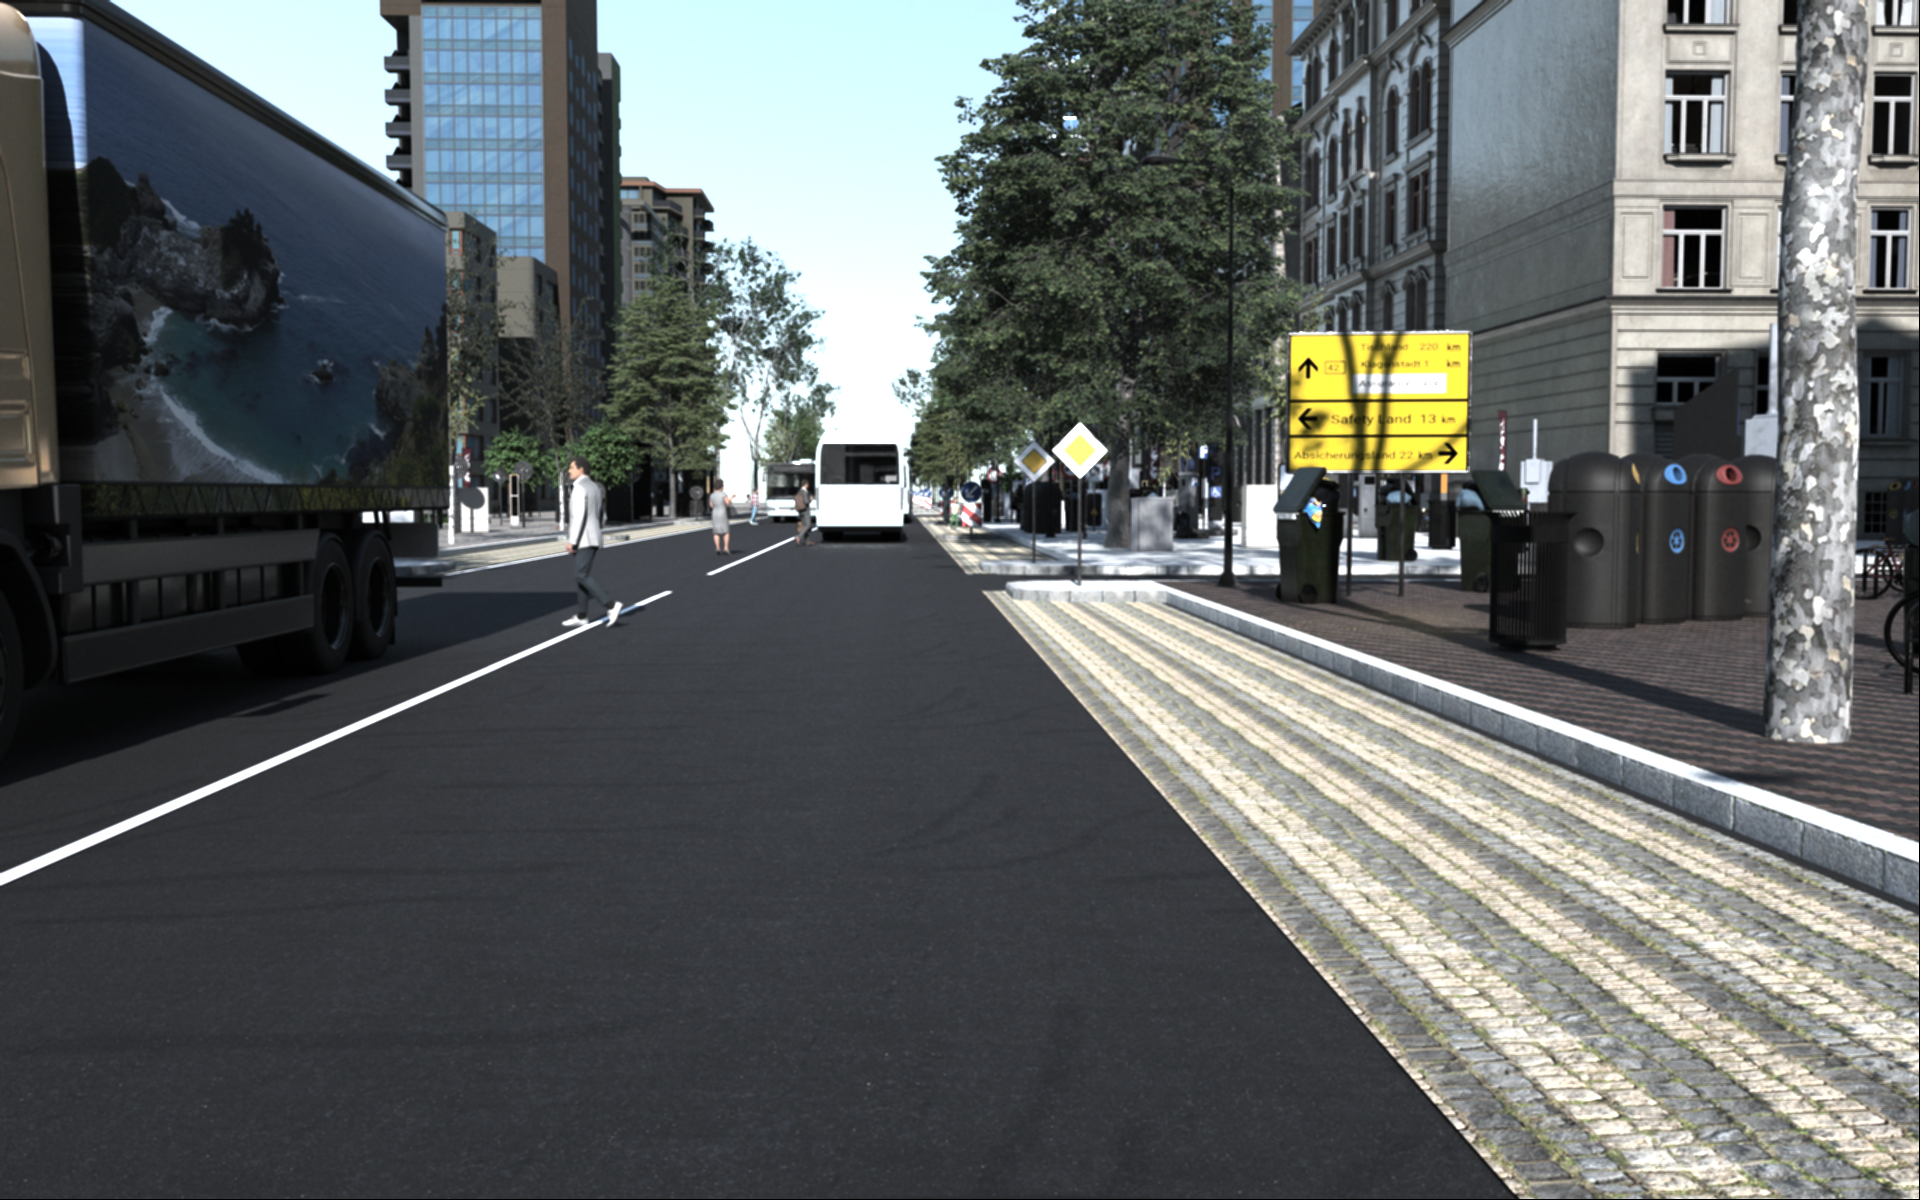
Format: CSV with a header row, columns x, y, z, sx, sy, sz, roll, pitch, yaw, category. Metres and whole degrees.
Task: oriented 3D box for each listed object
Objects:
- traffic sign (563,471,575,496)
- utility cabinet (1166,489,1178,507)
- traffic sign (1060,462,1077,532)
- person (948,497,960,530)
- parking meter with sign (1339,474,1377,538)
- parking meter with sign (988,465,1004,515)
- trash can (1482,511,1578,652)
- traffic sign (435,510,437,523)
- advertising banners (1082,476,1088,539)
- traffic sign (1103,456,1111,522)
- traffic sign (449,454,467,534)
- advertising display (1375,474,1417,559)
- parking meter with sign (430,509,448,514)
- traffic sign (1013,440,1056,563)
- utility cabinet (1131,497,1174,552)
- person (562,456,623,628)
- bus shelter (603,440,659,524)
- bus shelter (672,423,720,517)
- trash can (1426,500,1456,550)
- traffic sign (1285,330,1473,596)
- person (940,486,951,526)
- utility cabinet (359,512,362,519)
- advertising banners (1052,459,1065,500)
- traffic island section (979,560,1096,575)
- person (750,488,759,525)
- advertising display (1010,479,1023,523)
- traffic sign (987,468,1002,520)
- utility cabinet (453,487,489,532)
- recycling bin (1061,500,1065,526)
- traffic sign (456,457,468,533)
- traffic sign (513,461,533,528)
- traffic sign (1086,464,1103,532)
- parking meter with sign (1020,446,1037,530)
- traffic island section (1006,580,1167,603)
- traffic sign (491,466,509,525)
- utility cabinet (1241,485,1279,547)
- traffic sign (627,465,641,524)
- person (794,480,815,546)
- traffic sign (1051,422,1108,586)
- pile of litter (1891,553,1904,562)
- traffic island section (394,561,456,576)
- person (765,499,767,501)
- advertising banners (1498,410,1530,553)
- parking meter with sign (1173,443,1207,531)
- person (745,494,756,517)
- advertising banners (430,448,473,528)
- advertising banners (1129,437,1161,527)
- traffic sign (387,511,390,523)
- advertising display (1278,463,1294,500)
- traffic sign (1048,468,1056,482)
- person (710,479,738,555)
x,y,z,sx,sy,sz,roll,pitch,yaw,category
-17.013,-4.488,75.516,0.606,2.300,0.079,0,4,1,traffic sign
10.266,-4.535,82.832,0.318,1.500,1.173,-1,4,-22,utility cabinet
3.775,-3.581,58.655,0.768,2.556,0.104,0,4,5,traffic sign
-0.242,-3.478,69.606,0.306,1.304,0.590,-3,5,-44,person
11.898,-3.297,50.172,1.738,3.016,0.543,0,4,5,parking meter with sign
2.373,-6.603,104.216,0.543,3.016,1.738,2,4,35,parking meter with sign
4.685,-0.160,14.272,0.748,1.137,0.748,0,3,0,trash can
-15.436,-3.118,50.979,0.884,2.594,0.081,0,4,1,traffic sign
3.572,-3.274,49.711,0.090,3.025,2.074,0,4,7,advertising banners
5.035,-3.582,58.567,0.884,2.594,0.081,0,4,-1,traffic sign
-16.157,-3.383,55.421,0.768,2.556,0.104,0,4,0,traffic sign
8.610,-1.774,34.212,0.974,1.923,0.123,-2,4,-29,advertising display
-24.496,-5.184,81.017,0.543,3.016,1.738,-3,5,-40,parking meter with sign
1.372,-1.742,32.129,0.795,2.450,0.064,0,4,-2,traffic sign
4.289,-1.685,38.710,1.020,1.237,0.306,-2,4,-34,utility cabinet
-3.974,-0.635,18.722,0.795,1.843,0.661,1,4,13,person
-14.923,-5.336,78.525,1.731,3.624,6.357,0,4,-2,bus shelter
-15.444,-7.518,100.545,2.179,5.291,8.768,0,4,-2,bus shelter
11.166,-1.739,40.094,0.748,1.137,0.748,0,3,0,trash can
5.217,-1.700,21.666,2.265,3.308,0.079,0,4,7,traffic sign
-0.618,-4.251,78.099,0.391,1.810,0.635,-1,4,-22,person
-14.238,-1.909,39.899,1.173,1.500,0.318,-2,4,-28,utility cabinet
4.904,-5.521,86.454,0.090,3.025,2.074,1,4,23,advertising banners
1.395,-0.607,32.207,2.009,0.180,2.903,0,4,-2,traffic island section
-9.670,-4.402,81.310,0.643,1.720,0.563,-2,4,-34,person
2.679,-4.370,76.661,0.974,1.923,0.123,-2,4,-26,advertising display
1.687,-5.170,84.630,0.768,2.556,0.104,0,4,5,traffic sign
-16.277,-2.985,57.479,1.173,1.500,0.318,-2,4,-28,utility cabinet
4.250,-3.448,68.926,0.722,1.027,0.722,-1,4,-21,recycling bin
-16.514,-3.471,56.851,0.768,2.556,0.104,0,4,1,traffic sign
-16.701,-4.045,66.242,0.768,2.556,0.104,0,4,1,traffic sign
4.522,-3.441,58.382,0.606,2.300,0.079,0,4,-2,traffic sign
2.512,-4.053,62.524,0.543,3.016,1.738,1,4,11,parking meter with sign
1.689,-0.119,24.227,2.009,0.180,2.903,0,4,-2,traffic island section
-18.751,-4.255,70.749,0.795,2.450,0.064,0,4,5,traffic sign
7.313,-1.996,41.313,1.173,1.500,0.318,-1,4,-14,utility cabinet
-14.077,-4.541,74.350,0.768,2.556,0.104,0,4,1,traffic sign
-4.332,-2.414,47.935,0.822,1.834,0.622,-3,5,-42,person
1.666,-1.254,24.149,0.795,2.450,0.064,0,4,-2,traffic sign
18.315,-1.159,32.909,1.719,0.858,1.176,-1,4,-21,pile of litter
-10.489,-0.581,31.775,2.009,0.180,2.903,0,4,-2,traffic island section
-11.770,-6.137,109.666,1.217,1.723,0.721,-1,4,-14,person
11.798,-2.494,36.969,0.090,3.025,2.074,3,4,36,advertising banners
7.859,-3.868,59.502,0.543,3.016,1.738,-2,4,-31,parking meter with sign
-13.062,-5.907,108.269,0.628,1.438,0.799,1,4,10,person
-19.047,-4.207,64.968,0.090,3.025,2.074,2,4,33,advertising banners
5.385,-3.487,53.203,0.090,3.025,2.074,-3,5,-44,advertising banners
-10.465,-1.717,31.714,0.795,2.450,0.064,0,4,-2,traffic sign
6.950,-1.847,35.407,0.974,1.923,0.123,3,5,40,advertising display
4.181,-5.023,82.236,0.768,2.556,0.104,0,4,-1,traffic sign
-5.498,-1.944,40.641,0.716,1.782,0.532,2,4,27,person
